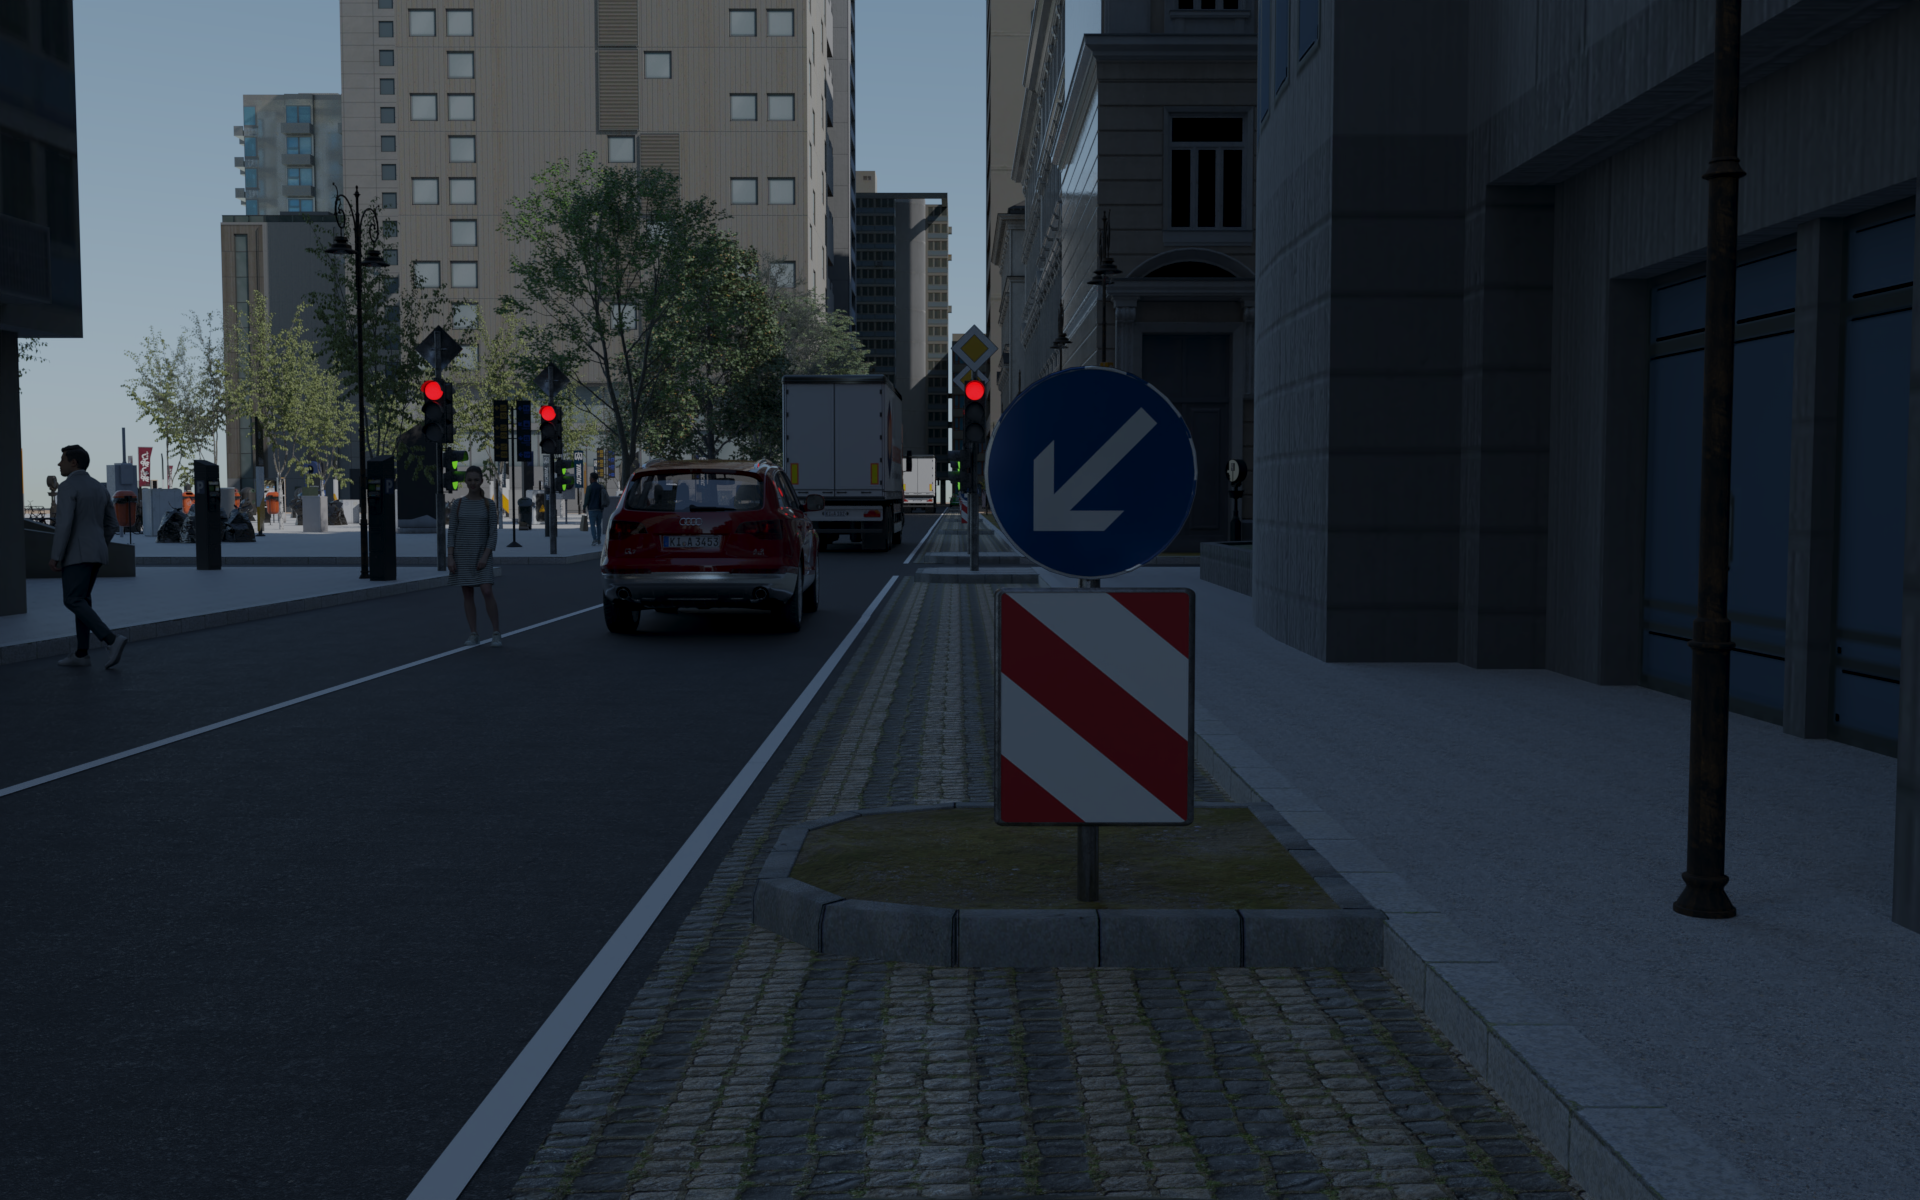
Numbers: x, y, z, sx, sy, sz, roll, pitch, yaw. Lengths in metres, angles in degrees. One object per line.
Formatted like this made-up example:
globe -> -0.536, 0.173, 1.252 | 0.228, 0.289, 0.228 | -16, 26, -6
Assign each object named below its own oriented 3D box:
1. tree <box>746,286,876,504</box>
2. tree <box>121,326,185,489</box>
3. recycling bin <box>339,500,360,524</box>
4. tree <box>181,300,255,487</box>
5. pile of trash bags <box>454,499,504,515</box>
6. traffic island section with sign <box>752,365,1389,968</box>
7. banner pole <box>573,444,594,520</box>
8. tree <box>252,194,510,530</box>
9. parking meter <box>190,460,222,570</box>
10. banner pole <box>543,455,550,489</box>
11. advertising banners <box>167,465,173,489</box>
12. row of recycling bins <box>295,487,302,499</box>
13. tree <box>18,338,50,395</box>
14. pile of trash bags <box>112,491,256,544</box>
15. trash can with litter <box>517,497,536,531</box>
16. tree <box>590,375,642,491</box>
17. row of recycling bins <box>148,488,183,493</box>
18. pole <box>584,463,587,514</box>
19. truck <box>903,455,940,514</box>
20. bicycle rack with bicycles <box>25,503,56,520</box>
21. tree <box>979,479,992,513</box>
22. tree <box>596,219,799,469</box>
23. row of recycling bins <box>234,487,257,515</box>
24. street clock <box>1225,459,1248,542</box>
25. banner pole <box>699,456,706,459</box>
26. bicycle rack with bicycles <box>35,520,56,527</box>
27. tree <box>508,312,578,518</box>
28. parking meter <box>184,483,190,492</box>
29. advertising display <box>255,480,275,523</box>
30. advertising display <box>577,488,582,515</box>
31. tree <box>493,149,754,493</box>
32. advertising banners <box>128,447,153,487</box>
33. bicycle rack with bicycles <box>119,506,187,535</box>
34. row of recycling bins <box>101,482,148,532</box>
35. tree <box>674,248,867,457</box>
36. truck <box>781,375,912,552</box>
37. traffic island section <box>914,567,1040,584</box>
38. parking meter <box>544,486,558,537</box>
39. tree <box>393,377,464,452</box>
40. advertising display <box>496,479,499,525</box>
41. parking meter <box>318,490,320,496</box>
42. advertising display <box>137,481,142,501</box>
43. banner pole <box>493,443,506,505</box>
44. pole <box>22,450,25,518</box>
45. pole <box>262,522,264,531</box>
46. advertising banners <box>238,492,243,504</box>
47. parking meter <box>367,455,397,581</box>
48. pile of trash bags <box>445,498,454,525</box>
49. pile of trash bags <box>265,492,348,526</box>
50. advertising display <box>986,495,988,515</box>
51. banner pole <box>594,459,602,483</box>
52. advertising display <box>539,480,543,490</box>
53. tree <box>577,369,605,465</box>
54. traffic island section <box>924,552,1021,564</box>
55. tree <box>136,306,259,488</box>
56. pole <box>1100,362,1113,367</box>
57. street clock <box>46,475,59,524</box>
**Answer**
tree -> -9.556, -12.131, 104.996 | 9.857, 13.997, 8.962 | 0, 3, 0
tree -> -34.686, -7.715, 76.502 | 4.737, 8.622, 4.395 | 0, 3, 0
recycling bin -> -26.516, -3.829, 75.163 | 0.722, 1.027, 0.722 | -2, 4, -34
tree -> -24.494, -6.835, 62.117 | 4.737, 8.622, 4.395 | 0, 3, 0
pile of trash bags -> -28.873, -5.777, 104.199 | 3.447, 1.369, 1.912 | -1, 4, -23
traffic island section with sign -> 0.302, 0.152, 6.149 | 1.989, 1.847, 2.006 | 0, 3, 0
banner pole -> -19.041, -5.949, 87.276 | 0.863, 3.779, 0.401 | -1, 4, -13
tree -> -14.363, -5.658, 42.864 | 4.737, 8.622, 4.395 | 0, 3, 0
parking meter -> -12.714, -1.442, 29.280 | 0.399, 1.863, 0.255 | 2, 4, 30
banner pole -> -23.193, -6.585, 97.686 | 0.863, 3.779, 0.401 | 2, 4, 26
advertising banners -> -48.335, -6.644, 104.814 | 0.090, 3.025, 2.074 | 1, 4, 18
row of recycling bins -> -39.740, -6.027, 105.654 | 1.069, 1.692, 3.534 | -3, 4, -37
tree -> -22.925, -5.426, 39.082 | 4.360, 8.622, 3.978 | 0, 3, 0
pile of trash bags -> -20.459, -2.184, 45.462 | 1.912, 1.369, 3.447 | 3, 5, 41
trash can with litter -> -15.349, -3.052, 61.285 | 0.624, 1.170, 1.055 | -1, 4, -11
tree -> -20.351, -9.361, 103.406 | 4.360, 8.622, 3.978 | 0, 3, 0
row of recycling bins -> -51.686, -6.348, 110.895 | 3.534, 1.692, 1.069 | -3, 4, -36
pole -> -24.263, -7.242, 112.257 | 0.158, 3.312, 0.155 | 0, 3, 0
truck -> -3.022, -8.618, 129.822 | 2.839, 4.237, 11.283 | 0, 4, 0
bicycle rack with bicycles -> -52.857, -5.107, 96.878 | 2.852, 0.926, 2.925 | 2, 4, 25
tree -> 2.173, -7.605, 118.942 | 1.663, 3.219, 1.824 | 0, 3, 0
tree -> -10.517, -9.513, 72.543 | 9.611, 12.733, 9.660 | 0, 3, 0
row of recycling bins -> -43.643, -5.859, 102.901 | 1.069, 1.692, 3.534 | 3, 5, 43
street clock -> 5.745, -1.926, 36.057 | 0.358, 2.002, 0.471 | -2, 4, -28
banner pole -> -14.654, -6.580, 97.596 | 0.863, 3.779, 0.401 | 0, 4, 1
bicycle rack with bicycles -> -25.356, -2.137, 48.315 | 2.925, 0.926, 2.852 | -2, 4, -33
tree -> -17.183, -6.928, 63.641 | 4.737, 8.622, 4.395 | 0, 3, 0
parking meter -> -41.033, -5.281, 92.055 | 0.399, 1.863, 0.255 | 3, 5, 39
advertising display -> -30.776, -4.376, 76.755 | 0.123, 1.923, 0.974 | 2, 4, 29
advertising display -> -23.816, -6.313, 108.431 | 0.123, 1.923, 0.974 | 0, 4, -3
tree -> -10.001, -7.718, 51.945 | 9.928, 11.665, 9.643 | 0, 3, 0
advertising banners -> -30.632, -4.114, 63.456 | 2.074, 3.025, 0.090 | -3, 5, -40
bicycle rack with bicycles -> -25.541, -2.553, 55.123 | 2.852, 0.926, 2.925 | 3, 5, 41
row of recycling bins -> -28.916, -3.184, 59.175 | 1.069, 1.692, 3.534 | -3, 5, -40
tree -> -9.836, -10.729, 85.783 | 12.009, 13.543, 11.850 | 0, 3, 0
truck -> -2.882, -3.512, 46.330 | 2.839, 4.237, 11.283 | 0, 4, 1
traffic island section -> 0.263, -0.408, 28.955 | 2.009, 0.180, 2.903 | 0, 3, 0
parking meter -> -12.303, -2.671, 52.081 | 0.372, 1.533, 0.369 | 0, 3, 0
tree -> -33.034, -9.674, 108.524 | 4.360, 8.622, 3.978 | 0, 3, 0
advertising display -> -19.369, -4.133, 72.783 | 0.123, 1.923, 0.974 | 0, 4, -8
parking meter -> -36.992, -5.578, 99.606 | 0.372, 1.533, 0.369 | 0, 3, 0
advertising display -> -39.280, -4.750, 82.870 | 0.123, 1.923, 0.974 | -2, 4, -34
banner pole -> -22.279, -5.731, 83.722 | 0.863, 3.779, 0.401 | 1, 4, 21
pole -> -41.845, -5.098, 77.192 | 0.158, 3.312, 0.155 | 0, 3, 0
pole -> -24.086, -4.021, 59.582 | 0.158, 3.312, 0.155 | 0, 3, 0
advertising banners -> -42.550, -6.362, 100.211 | 0.090, 3.025, 2.074 | 3, 5, 43
parking meter -> -8.557, -1.218, 25.624 | 0.255, 1.863, 0.399 | 1, 4, 14
pile of trash bags -> -25.477, -4.282, 79.767 | 3.447, 1.369, 1.912 | 1, 4, 16
pile of trash bags -> -26.953, -3.763, 71.283 | 3.447, 1.369, 1.912 | 0, 4, 7
advertising display -> 1.642, -6.142, 105.640 | 0.123, 1.923, 0.974 | 0, 4, 2
banner pole -> -22.436, -7.183, 107.451 | 0.401, 3.779, 0.863 | 2, 4, 34
advertising display -> -19.807, -4.689, 81.884 | 0.123, 1.923, 0.974 | -1, 4, -9
tree -> -21.584, -8.824, 94.640 | 4.737, 8.622, 4.395 | 0, 3, 0
traffic island section -> 0.252, -0.897, 36.940 | 2.009, 0.180, 2.903 | 0, 3, 0
tree -> -29.246, -7.145, 67.189 | 4.360, 8.622, 3.978 | 0, 3, 0
pole -> 2.271, -2.022, 26.901 | 0.158, 3.312, 0.155 | 0, 3, 0
street clock -> -35.289, -3.839, 67.340 | 0.358, 2.002, 0.471 | 0, 4, -5
